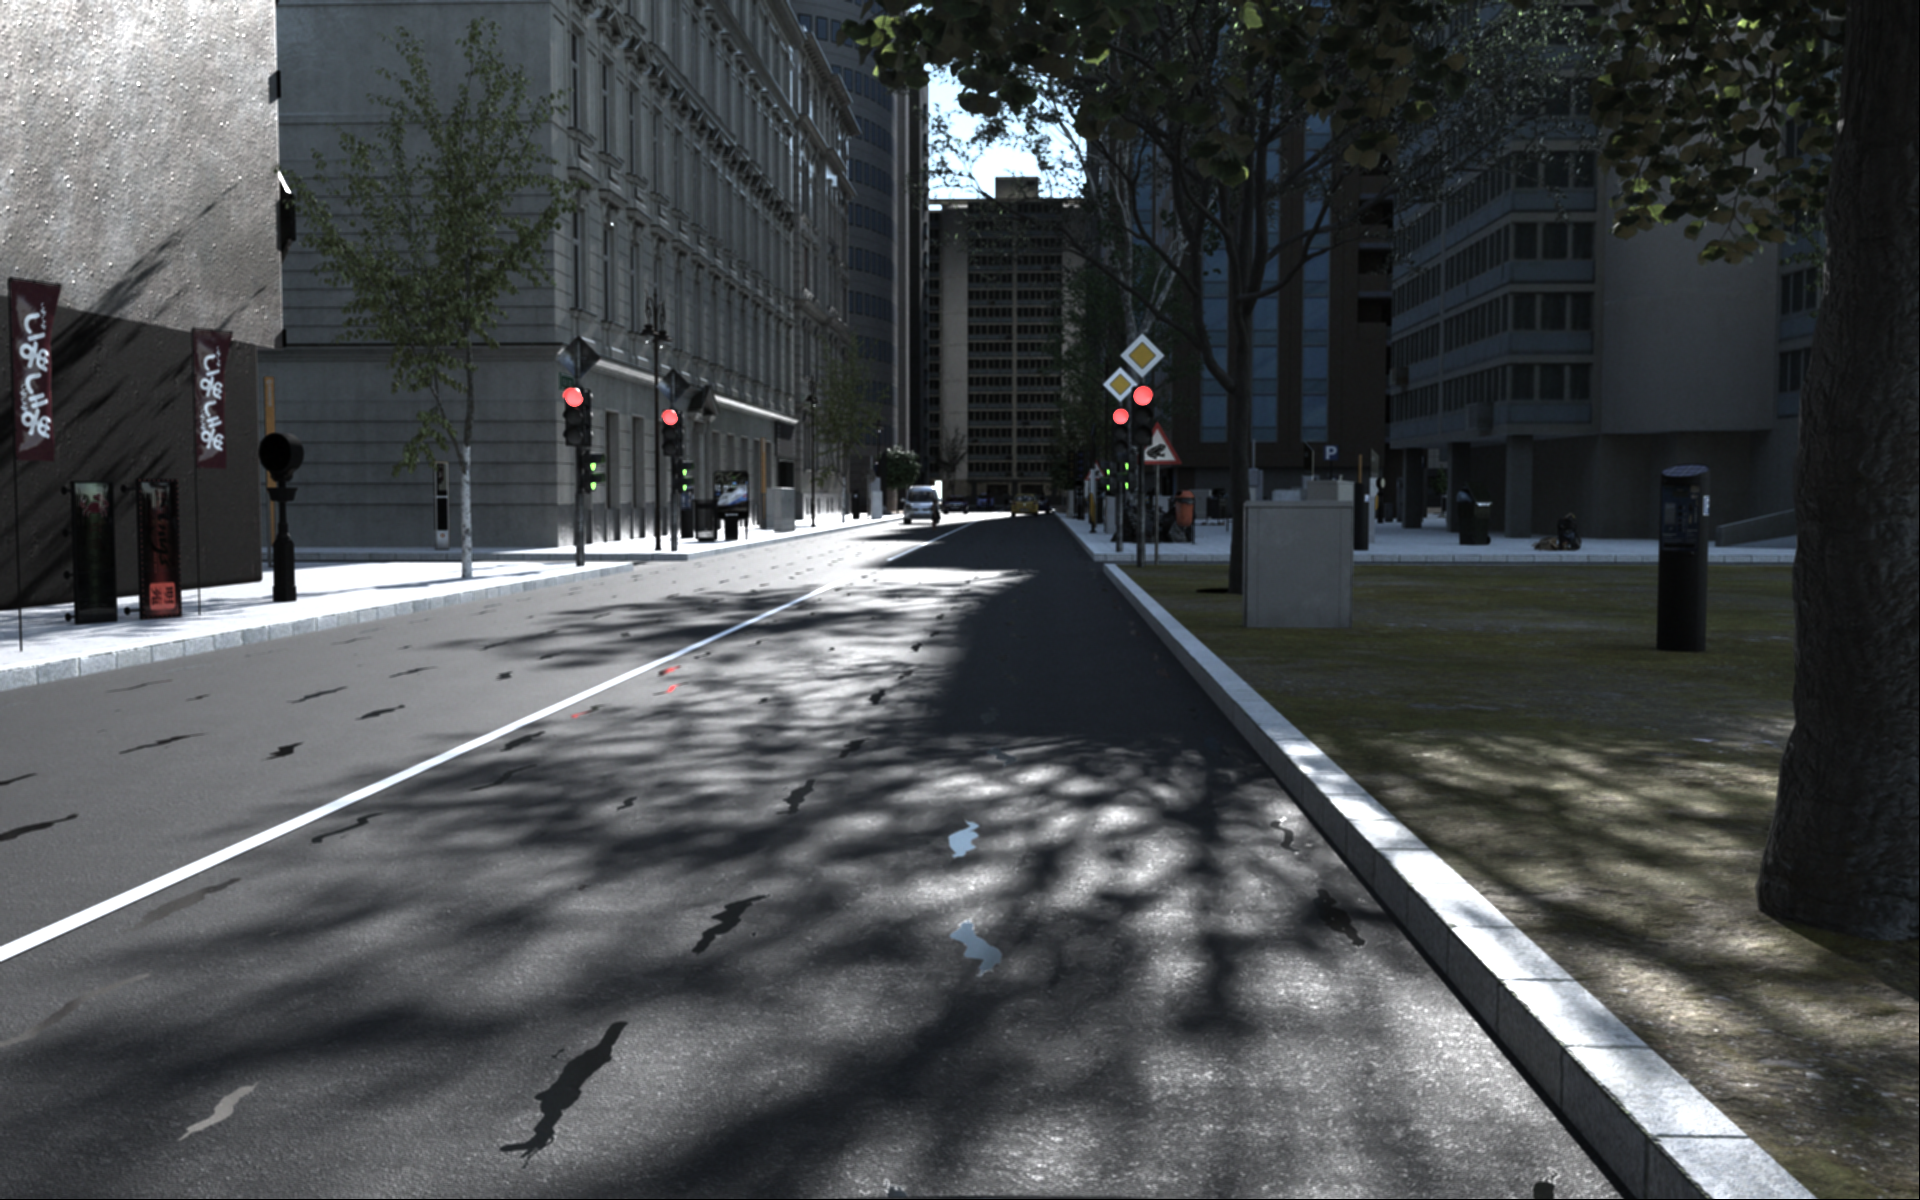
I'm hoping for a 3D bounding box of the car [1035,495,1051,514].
[{"bbox_3d":[5.574,-6.855,124.659,1.945,1.354,3.894,0,4,1],"label":"car"}]

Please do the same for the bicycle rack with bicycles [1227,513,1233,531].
[{"bbox_3d":[10.616,-2.806,59.259,2.925,0.926,2.852,-3,4,-38],"label":"bicycle rack with bicycles"}]

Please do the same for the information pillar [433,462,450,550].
[{"bbox_3d":[-11.858,-2.146,39.582,0.304,2.012,0.304,-2,4,-25],"label":"information pillar"}]

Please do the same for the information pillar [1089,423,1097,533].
[{"bbox_3d":[4.394,-4.034,57.316,0.183,3.616,0.504,1,4,15],"label":"information pillar"}]

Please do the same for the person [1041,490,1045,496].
[{"bbox_3d":[7.315,-8.931,154.529,0.705,1.822,1.348,-2,4,-27],"label":"person"}]

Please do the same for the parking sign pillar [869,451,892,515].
[{"bbox_3d":[-4.924,-7.235,106.769,1.447,3.967,1.447,1,4,16],"label":"parking sign pillar"}]

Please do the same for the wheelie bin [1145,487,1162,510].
[{"bbox_3d":[8.358,-4.101,74.964,0.693,1.594,0.980,2,4,24],"label":"wheelie bin"}]

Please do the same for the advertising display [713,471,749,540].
[{"bbox_3d":[-6.349,-2.621,48.063,0.974,1.923,0.123,-1,4,-17],"label":"advertising display"}]

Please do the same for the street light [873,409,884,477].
[{"bbox_3d":[-4.418,-7.413,93.997,0.468,5.910,1.993,0,4,3],"label":"street light"}]

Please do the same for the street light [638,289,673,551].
[{"bbox_3d":[-6.859,-4.061,39.186,0.468,5.910,1.993,0,4,3],"label":"street light"}]

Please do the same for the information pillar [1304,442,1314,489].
[{"bbox_3d":[15.619,-5.280,77.678,0.183,3.616,0.504,-3,5,-40],"label":"information pillar"}]

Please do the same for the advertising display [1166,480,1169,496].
[{"bbox_3d":[9.517,-4.538,79.409,0.123,1.923,0.974,0,4,6],"label":"advertising display"}]

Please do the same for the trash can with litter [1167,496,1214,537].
[{"bbox_3d":[6.370,-2.506,52.026,1.678,1.210,2.233,-1,4,-12],"label":"trash can with litter"}]

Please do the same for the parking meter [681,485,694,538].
[{"bbox_3d":[-7.946,-2.571,50.442,0.372,1.533,0.369,0,3,0],"label":"parking meter"}]

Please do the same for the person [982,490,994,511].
[{"bbox_3d":[2.387,-8.182,142.958,1.217,1.739,0.721,1,4,14],"label":"person"}]

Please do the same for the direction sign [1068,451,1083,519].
[{"bbox_3d":[6.053,-6.041,90.763,0.876,3.537,0.379,2,4,23],"label":"direction sign"}]

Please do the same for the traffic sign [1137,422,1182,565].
[{"bbox_3d":[3.556,-1.913,31.274,0.884,2.594,0.081,0,4,5],"label":"traffic sign"}]

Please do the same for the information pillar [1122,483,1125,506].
[{"bbox_3d":[9.105,-5.703,97.731,0.304,2.012,0.304,2,4,31],"label":"information pillar"}]

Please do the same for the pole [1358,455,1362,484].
[{"bbox_3d":[20.608,-5.840,89.328,0.158,3.312,0.155,0,3,0],"label":"pole"}]

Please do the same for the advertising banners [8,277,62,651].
[{"bbox_3d":[-7.809,-1.061,13.535,0.090,3.025,2.074,1,4,18],"label":"advertising banners"}]

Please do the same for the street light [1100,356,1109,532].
[{"bbox_3d":[4.926,-5.228,58.263,0.468,5.910,1.993,0,4,3],"label":"street light"}]

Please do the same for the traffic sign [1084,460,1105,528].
[{"bbox_3d":[5.157,-4.015,65.647,0.884,2.594,0.081,1,4,10],"label":"traffic sign"}]

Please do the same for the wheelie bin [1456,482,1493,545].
[{"bbox_3d":[12.968,-2.195,43.798,0.980,1.594,0.693,-2,4,-31],"label":"wheelie bin"}]

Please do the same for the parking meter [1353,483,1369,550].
[{"bbox_3d":[9.148,-1.906,39.572,0.372,1.533,0.369,0,3,0],"label":"parking meter"}]

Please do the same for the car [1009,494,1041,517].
[{"bbox_3d":[4.149,-6.137,110.571,2.015,1.641,3.980,0,4,3],"label":"car"}]

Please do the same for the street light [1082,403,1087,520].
[{"bbox_3d":[6.091,-6.884,85.339,0.468,5.910,1.993,0,4,3],"label":"street light"}]

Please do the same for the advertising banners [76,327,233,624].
[{"bbox_3d":[-8.269,-1.320,17.774,0.090,3.025,2.074,2,4,26],"label":"advertising banners"}]

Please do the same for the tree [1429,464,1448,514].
[{"bbox_3d":[30.802,-7.125,111.094,1.663,3.219,1.824,0,3,0],"label":"tree"}]

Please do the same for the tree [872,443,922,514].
[{"bbox_3d":[-4.057,-7.775,110.829,4.285,4.588,4.351,0,3,0],"label":"tree"}]

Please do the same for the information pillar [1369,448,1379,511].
[{"bbox_3d":[20.900,-5.880,87.497,0.504,3.616,0.183,-1,4,-18],"label":"information pillar"}]

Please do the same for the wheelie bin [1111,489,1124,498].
[{"bbox_3d":[6.978,-4.295,78.124,0.980,1.594,0.693,-3,5,-41],"label":"wheelie bin"}]

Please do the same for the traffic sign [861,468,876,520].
[{"bbox_3d":[-4.501,-5.183,84.845,0.768,2.556,0.104,1,4,12],"label":"traffic sign"}]

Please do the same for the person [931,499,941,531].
[{"bbox_3d":[-0.935,-3.341,67.800,0.373,1.253,0.362,2,4,27],"label":"person"}]

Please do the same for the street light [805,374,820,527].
[{"bbox_3d":[-5.660,-5.739,66.623,0.468,5.910,1.993,0,4,3],"label":"street light"}]

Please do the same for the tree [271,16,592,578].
[{"bbox_3d":[-7.831,-4.651,26.405,4.737,8.622,4.395,0,3,0],"label":"tree"}]

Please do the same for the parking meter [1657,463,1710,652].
[{"bbox_3d":[5.935,-0.355,14.213,0.372,1.533,0.369,0,3,0],"label":"parking meter"}]

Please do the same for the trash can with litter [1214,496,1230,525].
[{"bbox_3d":[10.113,-3.704,71.615,2.233,1.210,1.678,2,4,27],"label":"trash can with litter"}]

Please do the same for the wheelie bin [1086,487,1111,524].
[{"bbox_3d":[5.926,-4.107,75.054,0.980,1.594,0.693,1,4,9],"label":"wheelie bin"}]

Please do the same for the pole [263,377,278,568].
[{"bbox_3d":[-12.014,-2.223,30.195,0.158,3.312,0.155,0,3,0],"label":"pole"}]

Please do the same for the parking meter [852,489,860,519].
[{"bbox_3d":[-5.326,-4.915,88.769,0.372,1.533,0.369,0,3,0],"label":"parking meter"}]

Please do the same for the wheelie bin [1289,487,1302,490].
[{"bbox_3d":[14.650,-4.158,75.884,0.980,1.594,0.693,-2,4,-31],"label":"wheelie bin"}]

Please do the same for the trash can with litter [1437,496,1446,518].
[{"bbox_3d":[27.033,-5.111,94.624,2.233,1.210,1.678,0,4,2],"label":"trash can with litter"}]

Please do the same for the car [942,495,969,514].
[{"bbox_3d":[-0.301,-6.948,126.176,1.945,1.354,3.894,0,4,2],"label":"car"}]

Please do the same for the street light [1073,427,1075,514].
[{"bbox_3d":[7.445,-8.543,112.473,0.468,5.910,1.993,0,4,3],"label":"street light"}]

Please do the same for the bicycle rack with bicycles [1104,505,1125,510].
[{"bbox_3d":[9.254,-4.882,93.204,2.852,0.926,2.925,-1,4,-14],"label":"bicycle rack with bicycles"}]

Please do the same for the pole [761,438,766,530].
[{"bbox_3d":[-7.111,-4.210,62.672,0.158,3.312,0.155,0,3,0],"label":"pole"}]

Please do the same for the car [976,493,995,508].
[{"bbox_3d":[2.617,-10.260,177.336,1.945,1.707,3.694,0,4,4],"label":"car"}]

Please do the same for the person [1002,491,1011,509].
[{"bbox_3d":[4.619,-9.920,171.480,1.217,1.735,0.721,-3,4,-38],"label":"person"}]

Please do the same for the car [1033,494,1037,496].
[{"bbox_3d":[6.899,-9.872,170.203,1.959,1.807,4.718,0,4,3],"label":"car"}]

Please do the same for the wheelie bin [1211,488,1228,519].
[{"bbox_3d":[13.370,-4.967,89.118,0.980,1.594,0.693,-2,4,-24],"label":"wheelie bin"}]

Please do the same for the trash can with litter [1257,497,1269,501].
[{"bbox_3d":[13.041,-3.856,74.433,0.624,1.170,1.055,1,4,14],"label":"trash can with litter"}]
